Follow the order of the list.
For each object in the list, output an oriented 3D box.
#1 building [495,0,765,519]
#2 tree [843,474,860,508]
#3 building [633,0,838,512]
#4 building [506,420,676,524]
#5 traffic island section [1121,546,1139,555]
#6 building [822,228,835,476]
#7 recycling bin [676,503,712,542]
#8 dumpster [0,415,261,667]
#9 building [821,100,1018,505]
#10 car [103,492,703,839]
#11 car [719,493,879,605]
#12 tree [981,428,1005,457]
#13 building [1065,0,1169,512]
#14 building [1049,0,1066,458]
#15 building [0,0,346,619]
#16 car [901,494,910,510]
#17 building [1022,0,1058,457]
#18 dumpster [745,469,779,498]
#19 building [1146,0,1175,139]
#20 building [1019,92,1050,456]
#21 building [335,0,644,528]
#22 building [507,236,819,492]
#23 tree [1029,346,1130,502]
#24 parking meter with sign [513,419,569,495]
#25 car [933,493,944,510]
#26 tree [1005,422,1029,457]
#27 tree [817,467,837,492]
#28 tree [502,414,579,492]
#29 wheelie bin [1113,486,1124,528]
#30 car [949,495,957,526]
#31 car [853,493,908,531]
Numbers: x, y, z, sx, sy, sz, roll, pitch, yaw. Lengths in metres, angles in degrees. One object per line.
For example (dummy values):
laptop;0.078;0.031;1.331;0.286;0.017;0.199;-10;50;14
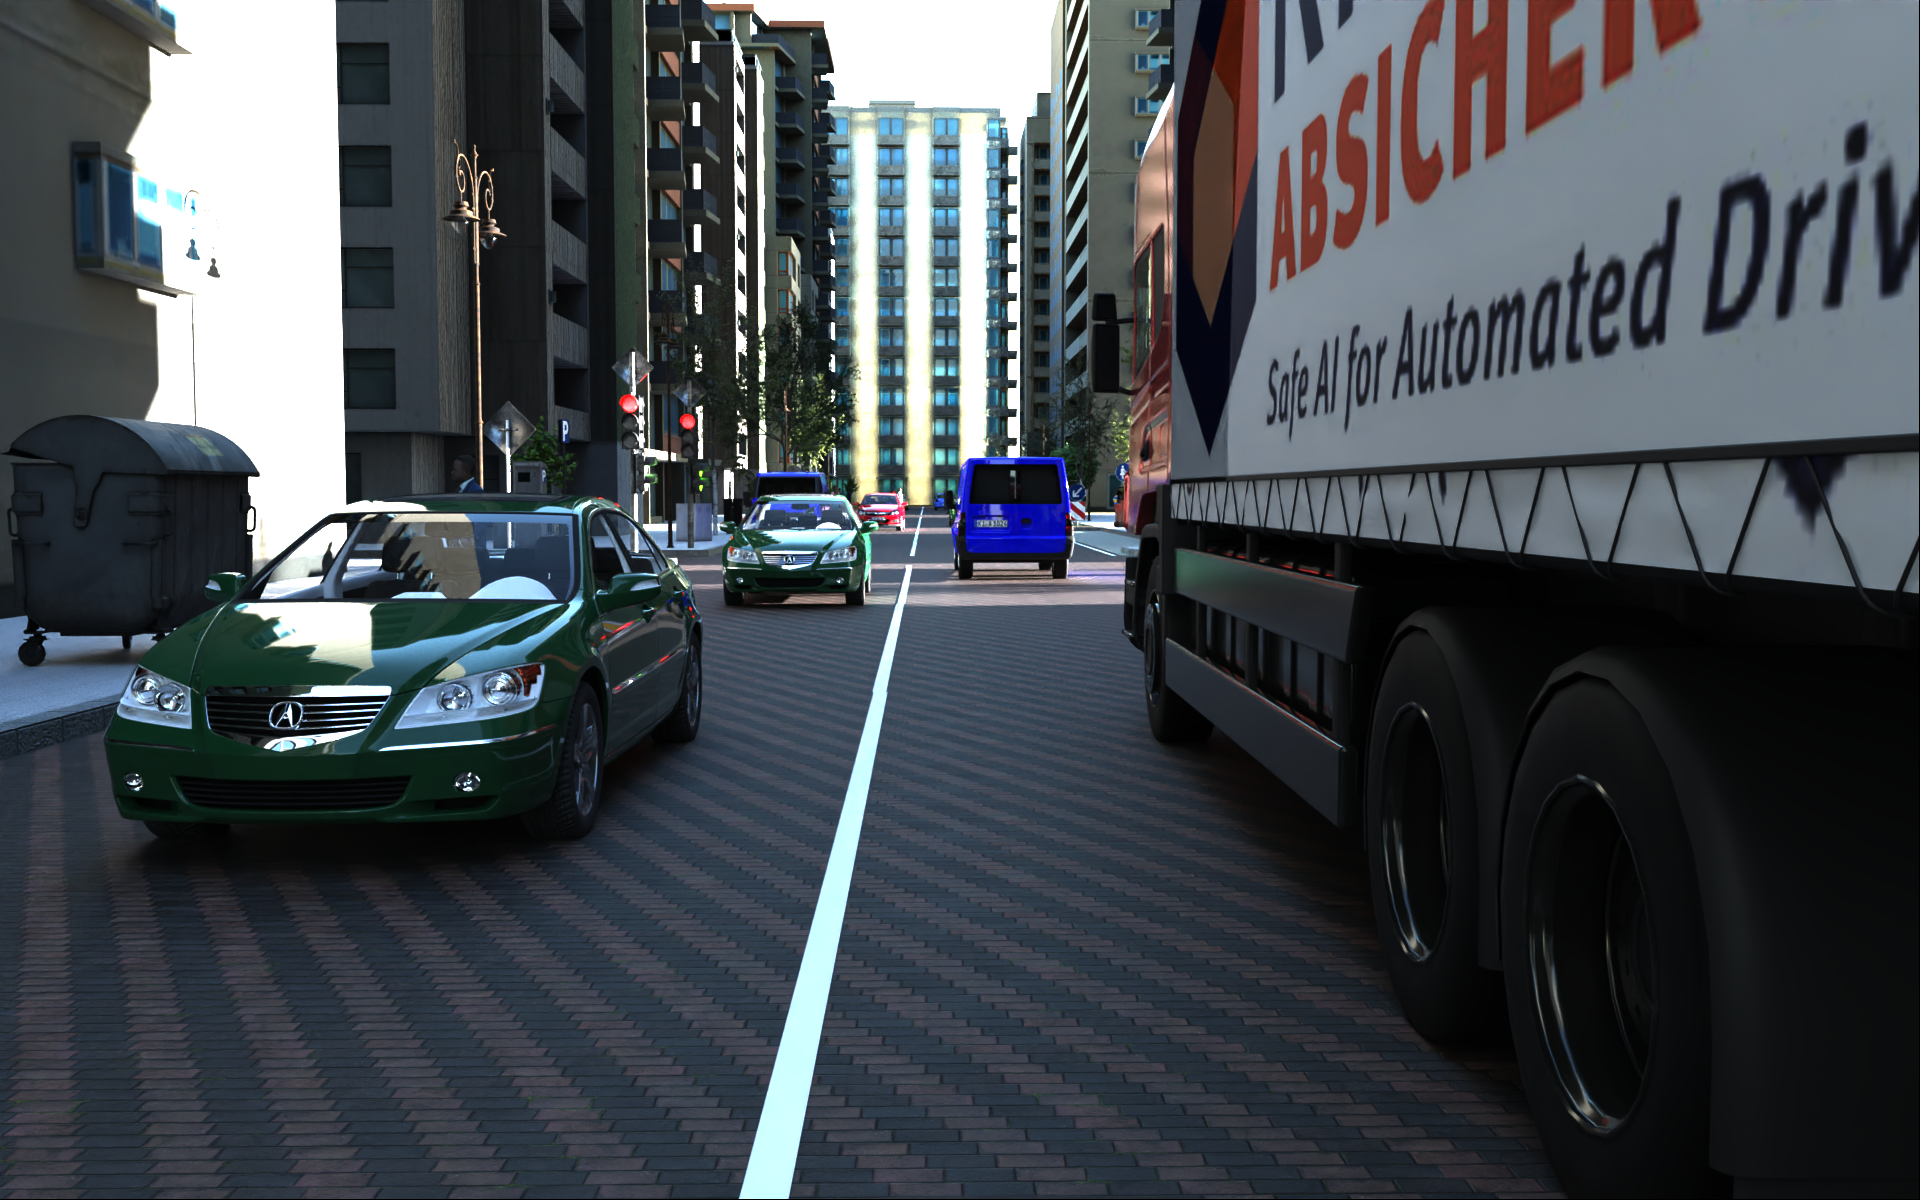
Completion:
building;-19.868;-20.603;108.555;14.160;30.474;14.107;0;4;-1
tree;-10.334;-10.433;165.178;1.663;3.219;1.824;0;3;0
building;-22.748;-30.830;158.694;22.147;44.769;28.867;0;4;-1
building;-22.915;-25.933;78.621;22.147;44.769;28.867;0;4;-1
traffic island section;4.928;-1.167;41.355;2.009;0.180;2.903;0;4;-1
building;-20.285;-25.089;181.902;14.107;30.474;14.160;0;4;-1
recycling bin;-7.240;-2.116;47.148;0.722;1.027;0.722;2;4;33
dumpster;-6.434;-0.477;13.554;1.264;1.857;1.865;0;4;-1
building;-8.343;-36.312;213.316;30.456;49.044;23.786;0;4;-1
car;-2.452;0.189;8.713;2.131;1.459;4.920;0;4;0
car;-2.173;-0.738;23.866;2.131;1.459;4.920;0;4;-1
tree;4.498;-14.877;193.599;4.360;8.622;3.978;0;3;0
building;19.513;-31.134;132.739;21.300;48.544;21.600;0;4;-1
building;15.242;-30.646;151.172;14.600;45.320;14.200;0;4;-1
building;-20.333;-23.998;16.075;21.600;48.544;21.300;0;4;-1
car;-5.431;-8.725;152.873;2.015;1.641;3.980;0;4;1
building;18.212;-52.592;172.547;22.319;86.520;31.000;0;4;-1
dumpster;-7.347;-3.868;65.738;1.502;2.255;1.985;0;4;-1
building;21.763;-26.832;93.335;22.147;44.769;28.867;0;4;-1
building;18.027;-36.031;212.814;21.600;48.544;21.300;0;4;-1
building;-17.415;-17.005;49.727;14.160;30.474;14.107;0;4;-1
building;-25.397;-17.460;130.518;27.650;21.520;28.899;0;4;-1
tree;6.320;-8.369;87.202;4.360;8.622;3.978;0;3;0
parking meter with sign;-10.074;-2.710;40.575;1.738;3.016;0.543;0;4;5
car;-1.430;-8.798;153.439;1.945;1.707;3.694;0;4;-2
tree;6.094;-10.889;128.400;4.360;8.622;3.978;0;3;0
tree;-9.663;-7.712;120.694;1.663;3.219;1.824;0;3;0
tree;-10.062;-2.906;42.119;1.663;3.219;1.824;0;3;0
wheelie bin;6.357;-3.583;66.496;0.980;1.594;0.693;-3;4;-37
car;0.451;-4.119;76.136;1.959;1.807;4.718;0;4;-3
car;-3.147;-3.666;68.986;2.155;1.783;4.494;0;4;0
